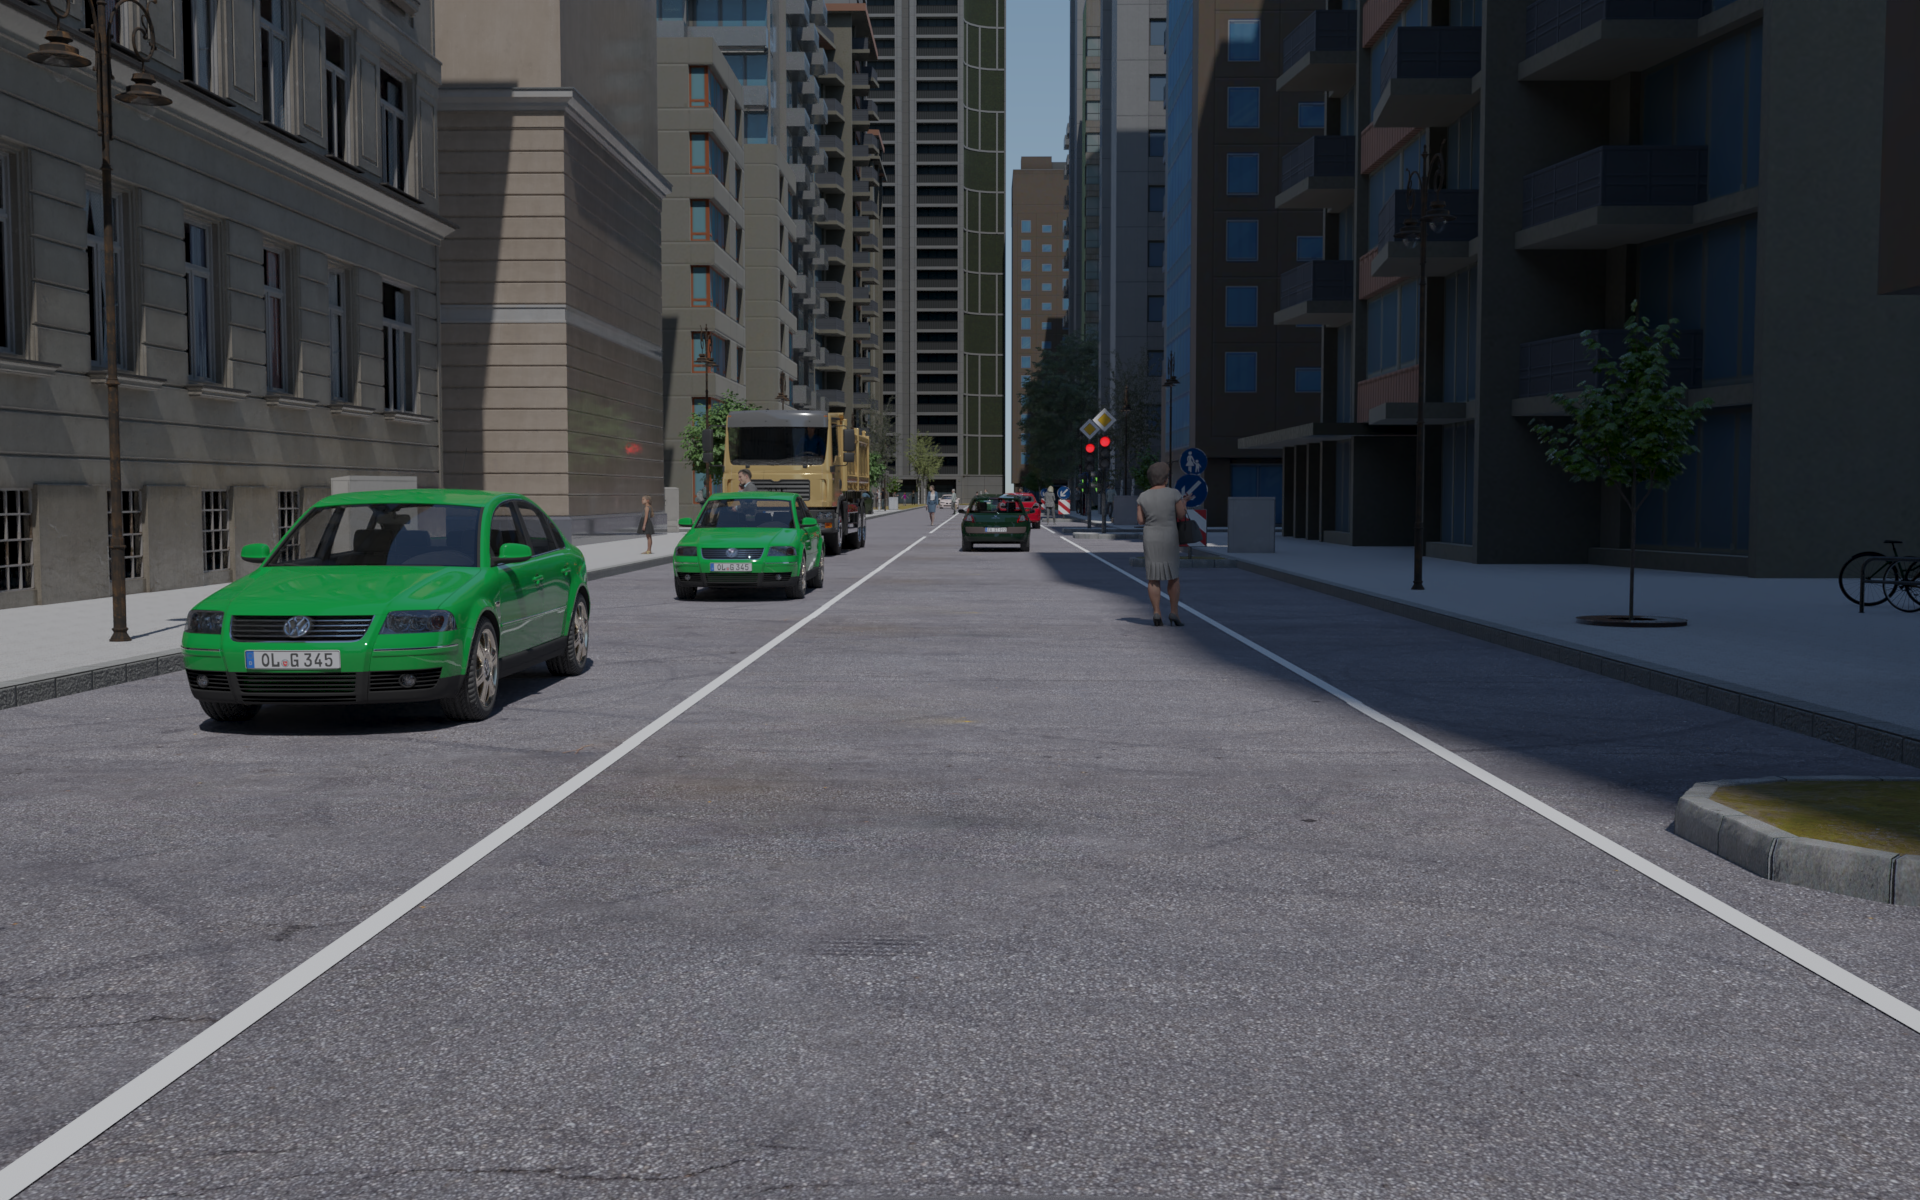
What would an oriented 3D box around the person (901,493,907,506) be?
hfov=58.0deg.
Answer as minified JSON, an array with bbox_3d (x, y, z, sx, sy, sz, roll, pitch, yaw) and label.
[{"bbox_3d":[-6.017,-11.041,189.782,0.991,1.433,0.599,-3,4,-37],"label":"person"}]

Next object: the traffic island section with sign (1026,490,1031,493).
[{"bbox_3d":[5.609,-6.577,116.162,1.989,1.847,2.006,0,4,1],"label":"traffic island section with sign"}]

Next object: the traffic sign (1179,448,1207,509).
[{"bbox_3d":[6.436,-2.920,47.843,0.768,2.556,0.104,0,4,2],"label":"traffic sign"}]

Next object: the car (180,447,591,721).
[{"bbox_3d":[-3.871,-0.216,12.330,1.959,1.807,4.718,0,4,0],"label":"car"}]

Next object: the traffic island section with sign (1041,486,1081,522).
[{"bbox_3d":[5.219,-4.929,89.209,1.989,1.847,2.006,0,4,1],"label":"traffic island section with sign"}]

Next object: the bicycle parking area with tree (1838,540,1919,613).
[{"bbox_3d":[14.275,-1.929,18.542,8.231,4.147,9.016,-2,4,-26],"label":"bicycle parking area with tree"}]

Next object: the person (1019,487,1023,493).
[{"bbox_3d":[3.577,-5.654,100.922,0.713,1.824,0.794,2,4,29],"label":"person"}]

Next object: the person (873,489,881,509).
[{"bbox_3d":[-7.138,-8.701,149.099,0.445,1.727,0.742,2,4,31],"label":"person"}]

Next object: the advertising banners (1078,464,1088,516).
[{"bbox_3d":[7.367,-6.501,102.475,0.090,3.025,2.074,2,4,25],"label":"advertising banners"}]

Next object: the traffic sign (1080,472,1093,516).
[{"bbox_3d":[7.296,-6.116,100.107,0.768,2.556,0.104,1,4,10],"label":"traffic sign"}]

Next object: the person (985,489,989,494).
[{"bbox_3d":[1.998,-7.782,135.830,0.767,1.812,0.694,-1,4,-22],"label":"person"}]

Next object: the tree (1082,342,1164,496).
[{"bbox_3d":[8.462,-8.191,84.277,4.360,8.622,3.978,0,3,0],"label":"tree"}]

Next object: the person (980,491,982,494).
[{"bbox_3d":[2.381,-10.948,188.227,0.721,1.736,1.217,-1,4,-20],"label":"person"}]

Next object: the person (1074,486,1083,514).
[{"bbox_3d":[7.796,-6.581,113.825,0.592,1.802,0.473,-2,4,-27],"label":"person"}]

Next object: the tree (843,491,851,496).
[{"bbox_3d":[-9.195,-8.674,136.415,1.663,3.219,1.824,0,3,0],"label":"tree"}]

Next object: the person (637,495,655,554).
[{"bbox_3d":[-6.686,-1.598,36.843,0.373,1.253,0.362,0,4,-2],"label":"person"}]

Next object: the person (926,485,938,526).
[{"bbox_3d":[-1.238,-4.270,78.338,0.581,1.822,0.654,1,4,16],"label":"person"}]

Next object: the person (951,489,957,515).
[{"bbox_3d":[-0.385,-6.842,120.860,0.515,1.767,0.782,1,4,13],"label":"person"}]

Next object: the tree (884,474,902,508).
[{"bbox_3d":[-6.292,-10.429,165.123,1.663,3.219,1.824,0,3,0],"label":"tree"}]

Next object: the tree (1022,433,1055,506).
[{"bbox_3d":[8.626,-14.432,186.330,4.737,8.622,4.395,0,3,0],"label":"tree"}]

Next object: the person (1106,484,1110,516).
[{"bbox_3d":[8.149,-5.477,95.619,0.654,1.822,0.581,-1,4,-16],"label":"person"}]

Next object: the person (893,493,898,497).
[{"bbox_3d":[-8.207,-12.955,220.845,0.750,1.759,0.617,-1,4,-10],"label":"person"}]

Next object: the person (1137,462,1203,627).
[{"bbox_3d":[2.292,-0.609,18.808,0.716,1.782,0.532,1,4,20],"label":"person"}]

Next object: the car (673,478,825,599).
[{"bbox_3d":[-2.987,-0.993,25.036,1.959,1.807,4.718,0,4,0],"label":"car"}]

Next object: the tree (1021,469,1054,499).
[{"bbox_3d":[10.016,-14.221,216.233,4.285,4.588,4.351,0,3,0],"label":"tree"}]

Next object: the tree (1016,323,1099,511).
[{"bbox_3d":[8.428,-13.710,130.819,9.857,13.997,8.962,0,3,0],"label":"tree"}]

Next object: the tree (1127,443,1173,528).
[{"bbox_3d":[7.242,-4.344,65.629,1.663,3.219,1.824,0,3,0],"label":"tree"}]

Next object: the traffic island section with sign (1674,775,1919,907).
[{"bbox_3d":[4.002,0.111,6.813,1.989,1.847,2.006,0,4,1],"label":"traffic island section with sign"}]

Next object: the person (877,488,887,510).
[{"bbox_3d":[-6.341,-8.332,142.282,0.705,1.822,1.348,3,4,36],"label":"person"}]

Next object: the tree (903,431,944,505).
[{"bbox_3d":[-4.496,-15.100,197.241,4.737,8.622,4.395,0,3,0],"label":"tree"}]

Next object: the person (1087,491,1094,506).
[{"bbox_3d":[9.739,-7.667,131.389,0.794,1.824,0.713,-2,4,-30],"label":"person"}]

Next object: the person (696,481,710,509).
[{"bbox_3d":[-9.652,-3.653,65.747,0.713,1.824,0.794,0,4,1],"label":"person"}]

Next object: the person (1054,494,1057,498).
[{"bbox_3d":[9.227,-10.466,177.123,1.348,1.831,0.705,0,4,-8],"label":"person"}]

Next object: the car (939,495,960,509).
[{"bbox_3d":[-1.049,-9.602,169.350,2.083,1.381,4.827,0,4,1],"label":"car"}]

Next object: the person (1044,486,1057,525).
[{"bbox_3d":[4.183,-4.396,80.558,0.537,1.800,0.526,2,4,27],"label":"person"}]

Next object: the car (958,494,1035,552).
[{"bbox_3d":[0.933,-2.116,44.380,2.009,1.686,4.222,0,4,2],"label":"car"}]

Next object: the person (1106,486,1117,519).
[{"bbox_3d":[7.800,-5.023,88.657,0.782,1.767,0.515,2,4,26],"label":"person"}]

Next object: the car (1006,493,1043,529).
[{"bbox_3d":[2.419,-3.892,72.670,2.155,1.783,4.494,0,4,0],"label":"car"}]

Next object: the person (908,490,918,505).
[{"bbox_3d":[-5.391,-11.802,199.728,1.217,1.735,0.721,0,4,5],"label":"person"}]

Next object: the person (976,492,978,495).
[{"bbox_3d":[2.223,-12.593,215.099,0.721,1.736,1.217,0,4,1],"label":"person"}]

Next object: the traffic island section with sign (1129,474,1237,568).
[{"bbox_3d":[4.410,-1.588,34.584,1.989,1.847,2.006,0,4,1],"label":"traffic island section with sign"}]

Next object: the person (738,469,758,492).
[{"bbox_3d":[-3.530,-1.234,28.475,0.447,1.846,0.655,-1,4,-9],"label":"person"}]

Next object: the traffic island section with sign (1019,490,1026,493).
[{"bbox_3d":[6.747,-11.319,193.686,1.989,1.847,2.006,0,4,1],"label":"traffic island section with sign"}]
